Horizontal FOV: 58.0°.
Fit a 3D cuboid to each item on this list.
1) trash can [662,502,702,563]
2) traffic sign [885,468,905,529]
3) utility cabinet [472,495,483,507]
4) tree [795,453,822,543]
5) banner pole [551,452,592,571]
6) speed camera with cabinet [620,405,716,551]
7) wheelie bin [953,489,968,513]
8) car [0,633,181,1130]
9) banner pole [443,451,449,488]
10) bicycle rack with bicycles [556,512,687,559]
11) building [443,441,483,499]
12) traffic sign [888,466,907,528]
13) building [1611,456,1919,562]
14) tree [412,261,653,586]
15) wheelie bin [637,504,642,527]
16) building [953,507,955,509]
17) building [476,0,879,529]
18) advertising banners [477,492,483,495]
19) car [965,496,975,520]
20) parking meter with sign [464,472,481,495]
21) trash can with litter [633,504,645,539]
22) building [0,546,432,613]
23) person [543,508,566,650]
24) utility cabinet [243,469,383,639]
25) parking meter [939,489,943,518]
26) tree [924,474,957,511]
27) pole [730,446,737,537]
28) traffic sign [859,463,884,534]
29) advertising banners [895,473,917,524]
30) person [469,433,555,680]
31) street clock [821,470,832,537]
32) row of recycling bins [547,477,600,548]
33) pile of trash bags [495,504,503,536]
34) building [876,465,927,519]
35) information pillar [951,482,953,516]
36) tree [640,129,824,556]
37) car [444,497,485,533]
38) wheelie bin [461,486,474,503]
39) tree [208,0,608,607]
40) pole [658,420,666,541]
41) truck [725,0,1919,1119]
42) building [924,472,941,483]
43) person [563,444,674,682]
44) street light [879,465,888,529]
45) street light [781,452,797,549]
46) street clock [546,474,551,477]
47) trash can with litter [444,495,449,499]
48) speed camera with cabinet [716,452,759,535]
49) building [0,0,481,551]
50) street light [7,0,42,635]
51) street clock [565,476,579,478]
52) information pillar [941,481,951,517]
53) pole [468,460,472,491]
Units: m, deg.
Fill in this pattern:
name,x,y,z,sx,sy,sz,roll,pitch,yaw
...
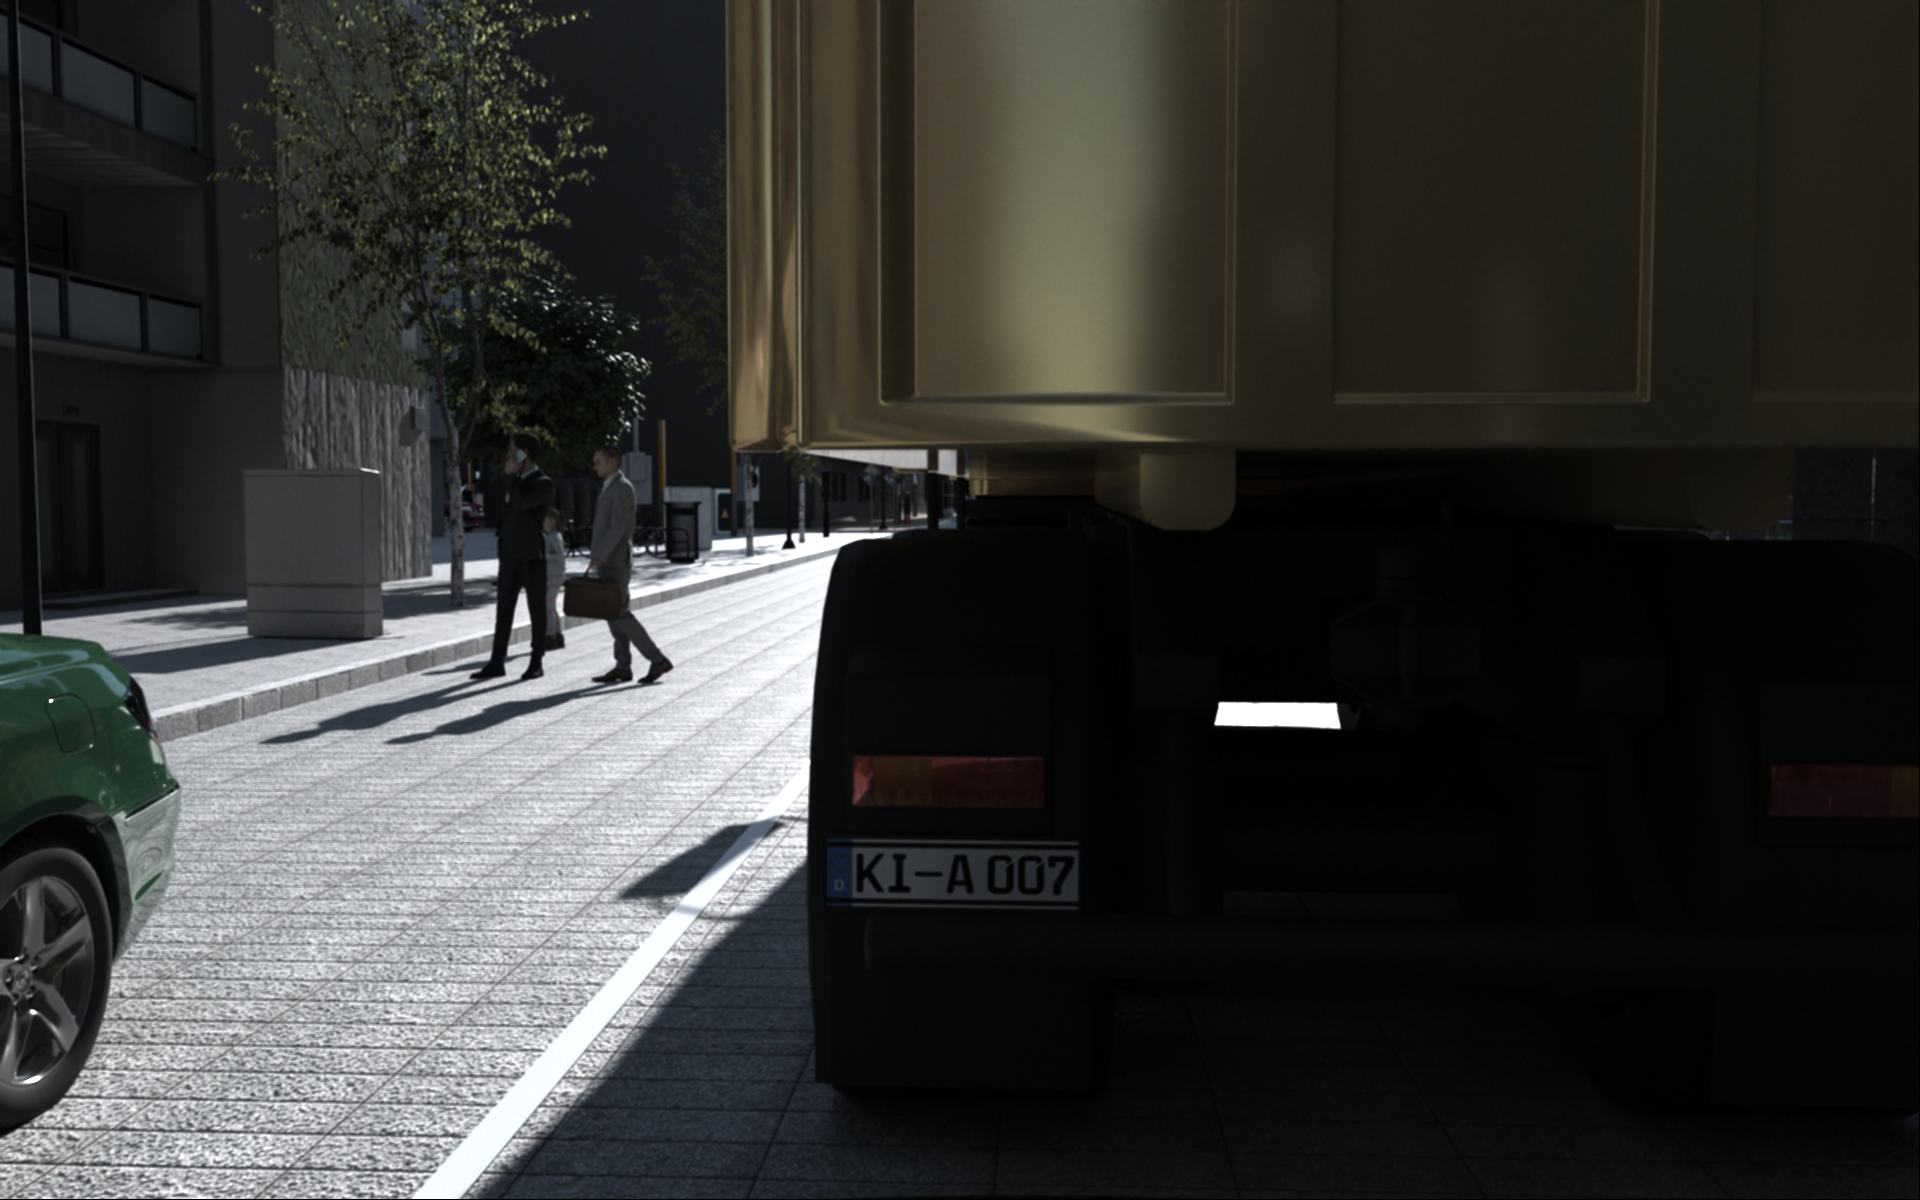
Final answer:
name,x,y,z,sx,sy,sz,roll,pitch,yaw
trash can,-5.190,-1.267,32.361,0.748,1.137,0.748,0,3,0
traffic sign,-2.389,-3.632,63.032,0.795,2.450,0.064,0,4,3
utility cabinet,-33.020,-6.605,119.145,1.020,1.237,0.306,0,4,4
tree,-3.917,-5.805,45.282,4.360,8.622,3.978,0,3,0
banner pole,-6.561,-2.376,28.857,0.863,3.779,0.401,0,4,5
speed camera with cabinet,-6.672,-2.739,39.124,2.038,3.252,0.660,-1,4,-23
wheelie bin,0.044,-6.575,115.406,0.980,1.594,0.693,0,4,-1
car,-3.083,0.559,2.656,2.131,1.459,4.920,0,4,3
banner pole,-26.352,-6.071,89.279,0.401,3.779,0.863,2,4,26
bicycle rack with bicycles,-6.790,-1.297,34.581,2.925,0.926,2.852,-2,4,-29
building,-53.128,-35.558,205.075,21.600,48.544,21.300,0,4,3
traffic sign,-2.363,-3.995,65.431,0.768,2.556,0.104,1,4,12
building,11.725,-12.337,19.727,12.078,24.808,19.932,0,4,3
tree,-6.010,-2.496,24.531,4.285,4.588,4.351,0,3,0
wheelie bin,-9.891,-2.689,51.880,0.693,1.594,0.980,1,4,12
building,-9.993,-30.471,152.817,22.147,44.769,28.867,0,4,3
building,-10.220,-17.250,75.547,14.314,27.812,24.014,0,4,3
advertising banners,-37.084,-8.485,134.918,2.074,3.025,0.090,3,5,44
car,1.204,-5.303,99.070,2.083,1.381,4.827,0,4,2
parking meter with sign,-37.796,-8.387,133.383,0.543,3.016,1.738,3,5,42
trash can with litter,-8.981,-2.221,47.698,0.624,1.170,1.055,-3,5,-43
building,-15.609,-20.534,19.331,14.154,41.232,14.086,0,4,3
person,-3.790,-0.197,15.995,0.394,1.301,0.425,-3,5,-42
utility cabinet,-5.736,-0.410,15.382,1.173,1.500,0.318,1,4,14
parking meter,-1.094,-5.078,91.440,0.372,1.533,0.369,0,3,0
tree,-0.076,-13.169,132.317,9.611,12.733,9.660,0,3,0
pole,-6.825,-3.570,52.221,0.158,3.312,0.155,0,3,0
traffic sign,-2.810,-3.145,55.058,0.795,2.450,0.064,0,4,3
advertising banners,-2.326,-4.853,75.541,0.090,3.025,2.074,2,4,29
person,-3.442,-0.341,13.443,0.648,1.900,0.474,2,4,34
street clock,-3.977,-2.868,51.461,0.358,2.002,0.471,0,4,-4
row of recycling bins,-9.589,-2.118,41.746,1.069,1.692,3.534,1,4,11
pile of trash bags,-12.658,-2.678,53.542,1.912,1.369,3.447,2,4,26
building,-7.231,-14.230,97.295,10.561,19.102,19.286,0,4,3
information pillar,-0.586,-5.977,102.221,0.304,2.012,0.304,2,4,27
tree,-4.333,-5.188,35.180,4.737,8.622,4.395,0,3,0
car,-18.991,-3.102,59.398,5.304,1.827,2.281,0,4,2
wheelie bin,-20.530,-3.905,71.762,0.693,1.594,0.980,-2,4,-29
tree,-5.814,-4.218,19.323,4.360,8.622,3.978,0,3,0
pole,-8.196,-3.291,47.650,0.158,3.312,0.155,0,3,0
truck,1.167,-0.719,7.674,3.469,3.379,9.791,0,4,4
building,-9.665,-15.241,116.635,16.820,18.784,16.811,0,4,3
person,-2.639,-0.280,13.202,0.853,1.813,0.709,-2,4,-24
street light,-2.247,-5.523,62.842,1.470,5.913,1.316,0,4,3
street light,-3.474,-4.154,40.452,1.470,5.913,1.316,0,4,3
street clock,-14.871,-3.563,62.826,0.358,2.002,0.471,2,4,33
trash can with litter,-26.170,-4.664,87.318,2.233,1.210,1.678,2,4,28
speed camera with cabinet,-7.227,-3.689,54.650,0.660,3.252,2.038,3,4,36
building,-21.524,-22.264,47.606,14.086,41.232,14.154,0,4,3
street light,-5.066,-2.308,10.282,1.470,5.913,1.316,0,4,3
street clock,-12.543,-3.148,56.034,0.358,2.002,0.471,1,4,18
information pillar,-0.861,-5.647,96.812,0.304,2.012,0.304,-2,4,-25
pole,-29.008,-6.653,102.621,0.158,3.312,0.155,0,3,0
